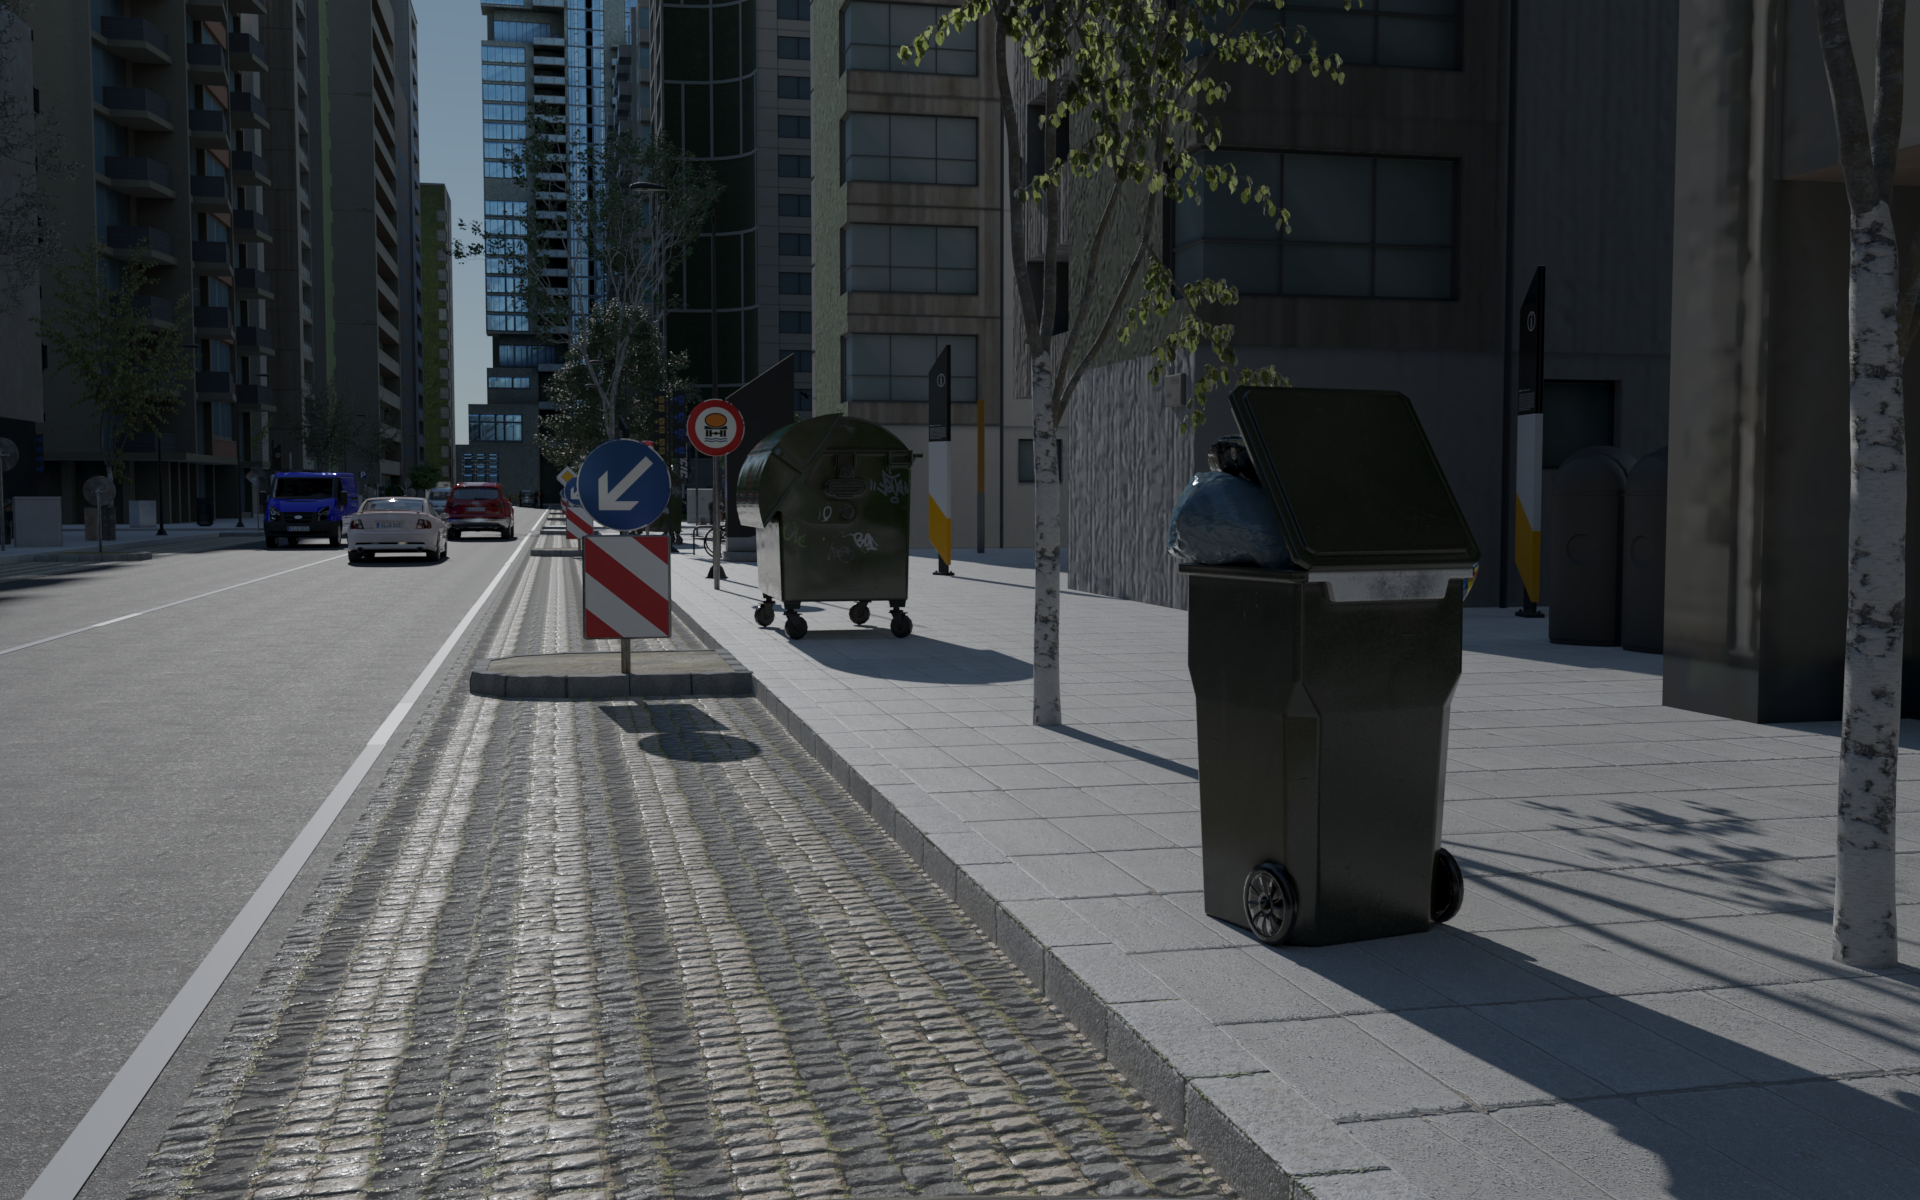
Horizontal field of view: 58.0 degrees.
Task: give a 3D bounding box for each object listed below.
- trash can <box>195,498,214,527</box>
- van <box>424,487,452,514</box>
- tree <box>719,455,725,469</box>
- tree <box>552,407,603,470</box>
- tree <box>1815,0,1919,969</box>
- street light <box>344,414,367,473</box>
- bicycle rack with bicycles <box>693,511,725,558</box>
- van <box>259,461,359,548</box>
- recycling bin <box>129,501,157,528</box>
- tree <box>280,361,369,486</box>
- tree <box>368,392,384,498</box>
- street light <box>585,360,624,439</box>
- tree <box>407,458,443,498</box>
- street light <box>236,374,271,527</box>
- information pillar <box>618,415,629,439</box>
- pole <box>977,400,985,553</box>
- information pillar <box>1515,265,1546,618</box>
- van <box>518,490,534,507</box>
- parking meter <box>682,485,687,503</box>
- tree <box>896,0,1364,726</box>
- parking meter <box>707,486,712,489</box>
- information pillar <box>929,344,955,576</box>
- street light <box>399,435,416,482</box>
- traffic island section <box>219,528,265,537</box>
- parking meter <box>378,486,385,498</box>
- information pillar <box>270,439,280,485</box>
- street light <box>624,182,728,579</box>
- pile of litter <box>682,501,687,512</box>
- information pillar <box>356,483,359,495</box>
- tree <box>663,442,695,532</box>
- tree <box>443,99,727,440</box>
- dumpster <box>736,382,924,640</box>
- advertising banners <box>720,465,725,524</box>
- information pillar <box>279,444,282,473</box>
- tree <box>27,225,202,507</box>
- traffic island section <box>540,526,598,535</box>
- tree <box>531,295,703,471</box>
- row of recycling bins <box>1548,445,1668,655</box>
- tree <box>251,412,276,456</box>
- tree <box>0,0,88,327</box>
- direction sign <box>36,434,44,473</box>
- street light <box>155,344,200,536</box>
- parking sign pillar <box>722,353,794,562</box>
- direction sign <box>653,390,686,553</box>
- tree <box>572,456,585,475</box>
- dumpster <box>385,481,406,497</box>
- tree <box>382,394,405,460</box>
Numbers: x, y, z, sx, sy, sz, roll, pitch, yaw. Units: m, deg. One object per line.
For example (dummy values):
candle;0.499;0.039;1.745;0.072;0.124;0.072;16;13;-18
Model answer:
trash can;-29.892;-3.480;68.550;0.748;1.137;0.748;0;3;0
van;-31.471;-5.998;105.080;2.013;2.044;4.112;-1;4;-14
tree;-6.160;-4.409;55.798;4.285;4.588;4.351;0;3;0
tree;-31.918;-13.196;150.172;7.601;10.594;8.767;0;4;6
tree;2.569;-3.297;4.272;4.360;8.622;3.978;0;3;0
street light;-35.210;-7.844;100.788;1.470;5.913;1.316;-1;4;-13
bicycle rack with bicycles;-4.227;-1.383;35.988;2.925;0.926;2.852;-2;4;-25
van;-17.971;-2.675;48.116;2.240;2.365;5.245;-1;4;-12
recycling bin;-31.355;-3.296;66.442;0.722;1.027;0.722;3;4;36
tree;-35.146;-8.865;95.312;4.360;8.622;3.978;0;3;0
tree;-38.105;-9.519;106.002;4.360;8.622;3.978;0;3;0
street light;-12.185;-5.373;60.384;1.470;5.913;1.316;-1;4;-13
tree;-49.397;-10.780;159.968;4.285;4.588;4.351;0;3;0
street light;-27.258;-5.765;66.802;1.470;5.913;1.316;-1;4;-13
information pillar;-9.966;-3.670;51.362;0.183;3.616;0.504;-3;5;-40
pole;0.457;-2.672;37.529;0.158;3.312;0.155;0;3;0
information pillar;5.944;-1.633;18.055;0.183;3.616;0.504;0;4;-3
van;-49.588;-11.698;198.278;2.013;2.044;4.112;-1;4;-13
parking meter;-17.288;-6.300;108.723;0.255;1.863;0.399;-1;4;-15
tree;0.642;-3.599;9.208;4.360;8.622;3.978;0;3;0
parking meter;-17.043;-6.849;117.691;0.399;1.863;0.255;0;3;0
information pillar;-0.310;-2.202;27.353;0.183;3.616;0.504;-3;4;-38
street light;-43.159;-9.957;135.329;1.470;5.913;1.316;-1;4;-13
traffic island section;-24.035;-2.264;59.297;2.009;0.180;2.903;-1;4;-13
parking meter;-40.996;-7.160;122.780;0.255;1.863;0.399;2;4;28
information pillar;-29.230;-5.036;73.693;0.183;3.616;0.504;-2;4;-28
street light;-4.236;-3.275;26.090;1.470;5.913;1.316;-1;4;-13
pile of litter;-17.060;-5.720;107.493;1.719;0.858;1.176;2;4;29
information pillar;-39.301;-6.619;112.707;0.304;2.012;0.304;-1;4;-10
tree;-9.995;-3.925;58.767;1.663;3.219;1.824;0;3;0
tree;-18.072;-13.978;84.423;12.611;20.169;13.585;0;3;0
dumpster;-1.222;-0.828;16.030;1.502;2.255;1.985;-1;4;-13
advertising banners;-10.199;-4.775;74.260;0.090;3.025;2.074;-1;4;-12
information pillar;-31.505;-5.414;79.867;0.504;3.616;0.183;-1;4;-17
tree;-23.646;-6.005;48.545;4.737;8.622;4.395;0;3;0
traffic island section;-13.910;-2.407;61.630;2.009;0.180;2.903;-1;4;-13
tree;-19.638;-11.169;99.619;9.611;12.733;9.660;0;3;0
row of recycling bins;6.128;-0.402;13.690;1.069;1.692;3.534;-2;4;-29
tree;-43.703;-9.406;104.158;4.737;8.622;4.395;0;3;0
tree;-20.117;-7.232;28.621;12.009;13.543;11.850;0;3;0
direction sign;-35.095;-4.505;65.655;0.876;3.537;0.379;1;4;12
street light;-24.225;-4.961;53.646;1.470;5.913;1.316;-1;4;-13
parking sign pillar;-3.846;-2.737;33.221;1.447;3.967;1.447;-1;4;-13
direction sign;-6.359;-2.813;37.995;0.876;3.537;0.379;2;4;29
tree;-26.682;-8.662;125.345;4.285;4.588;4.351;0;3;0
dumpster;-43.044;-7.914;131.880;1.502;2.255;1.985;-1;4;-13
tree;-42.400;-10.696;125.237;4.360;8.622;3.978;0;3;0
